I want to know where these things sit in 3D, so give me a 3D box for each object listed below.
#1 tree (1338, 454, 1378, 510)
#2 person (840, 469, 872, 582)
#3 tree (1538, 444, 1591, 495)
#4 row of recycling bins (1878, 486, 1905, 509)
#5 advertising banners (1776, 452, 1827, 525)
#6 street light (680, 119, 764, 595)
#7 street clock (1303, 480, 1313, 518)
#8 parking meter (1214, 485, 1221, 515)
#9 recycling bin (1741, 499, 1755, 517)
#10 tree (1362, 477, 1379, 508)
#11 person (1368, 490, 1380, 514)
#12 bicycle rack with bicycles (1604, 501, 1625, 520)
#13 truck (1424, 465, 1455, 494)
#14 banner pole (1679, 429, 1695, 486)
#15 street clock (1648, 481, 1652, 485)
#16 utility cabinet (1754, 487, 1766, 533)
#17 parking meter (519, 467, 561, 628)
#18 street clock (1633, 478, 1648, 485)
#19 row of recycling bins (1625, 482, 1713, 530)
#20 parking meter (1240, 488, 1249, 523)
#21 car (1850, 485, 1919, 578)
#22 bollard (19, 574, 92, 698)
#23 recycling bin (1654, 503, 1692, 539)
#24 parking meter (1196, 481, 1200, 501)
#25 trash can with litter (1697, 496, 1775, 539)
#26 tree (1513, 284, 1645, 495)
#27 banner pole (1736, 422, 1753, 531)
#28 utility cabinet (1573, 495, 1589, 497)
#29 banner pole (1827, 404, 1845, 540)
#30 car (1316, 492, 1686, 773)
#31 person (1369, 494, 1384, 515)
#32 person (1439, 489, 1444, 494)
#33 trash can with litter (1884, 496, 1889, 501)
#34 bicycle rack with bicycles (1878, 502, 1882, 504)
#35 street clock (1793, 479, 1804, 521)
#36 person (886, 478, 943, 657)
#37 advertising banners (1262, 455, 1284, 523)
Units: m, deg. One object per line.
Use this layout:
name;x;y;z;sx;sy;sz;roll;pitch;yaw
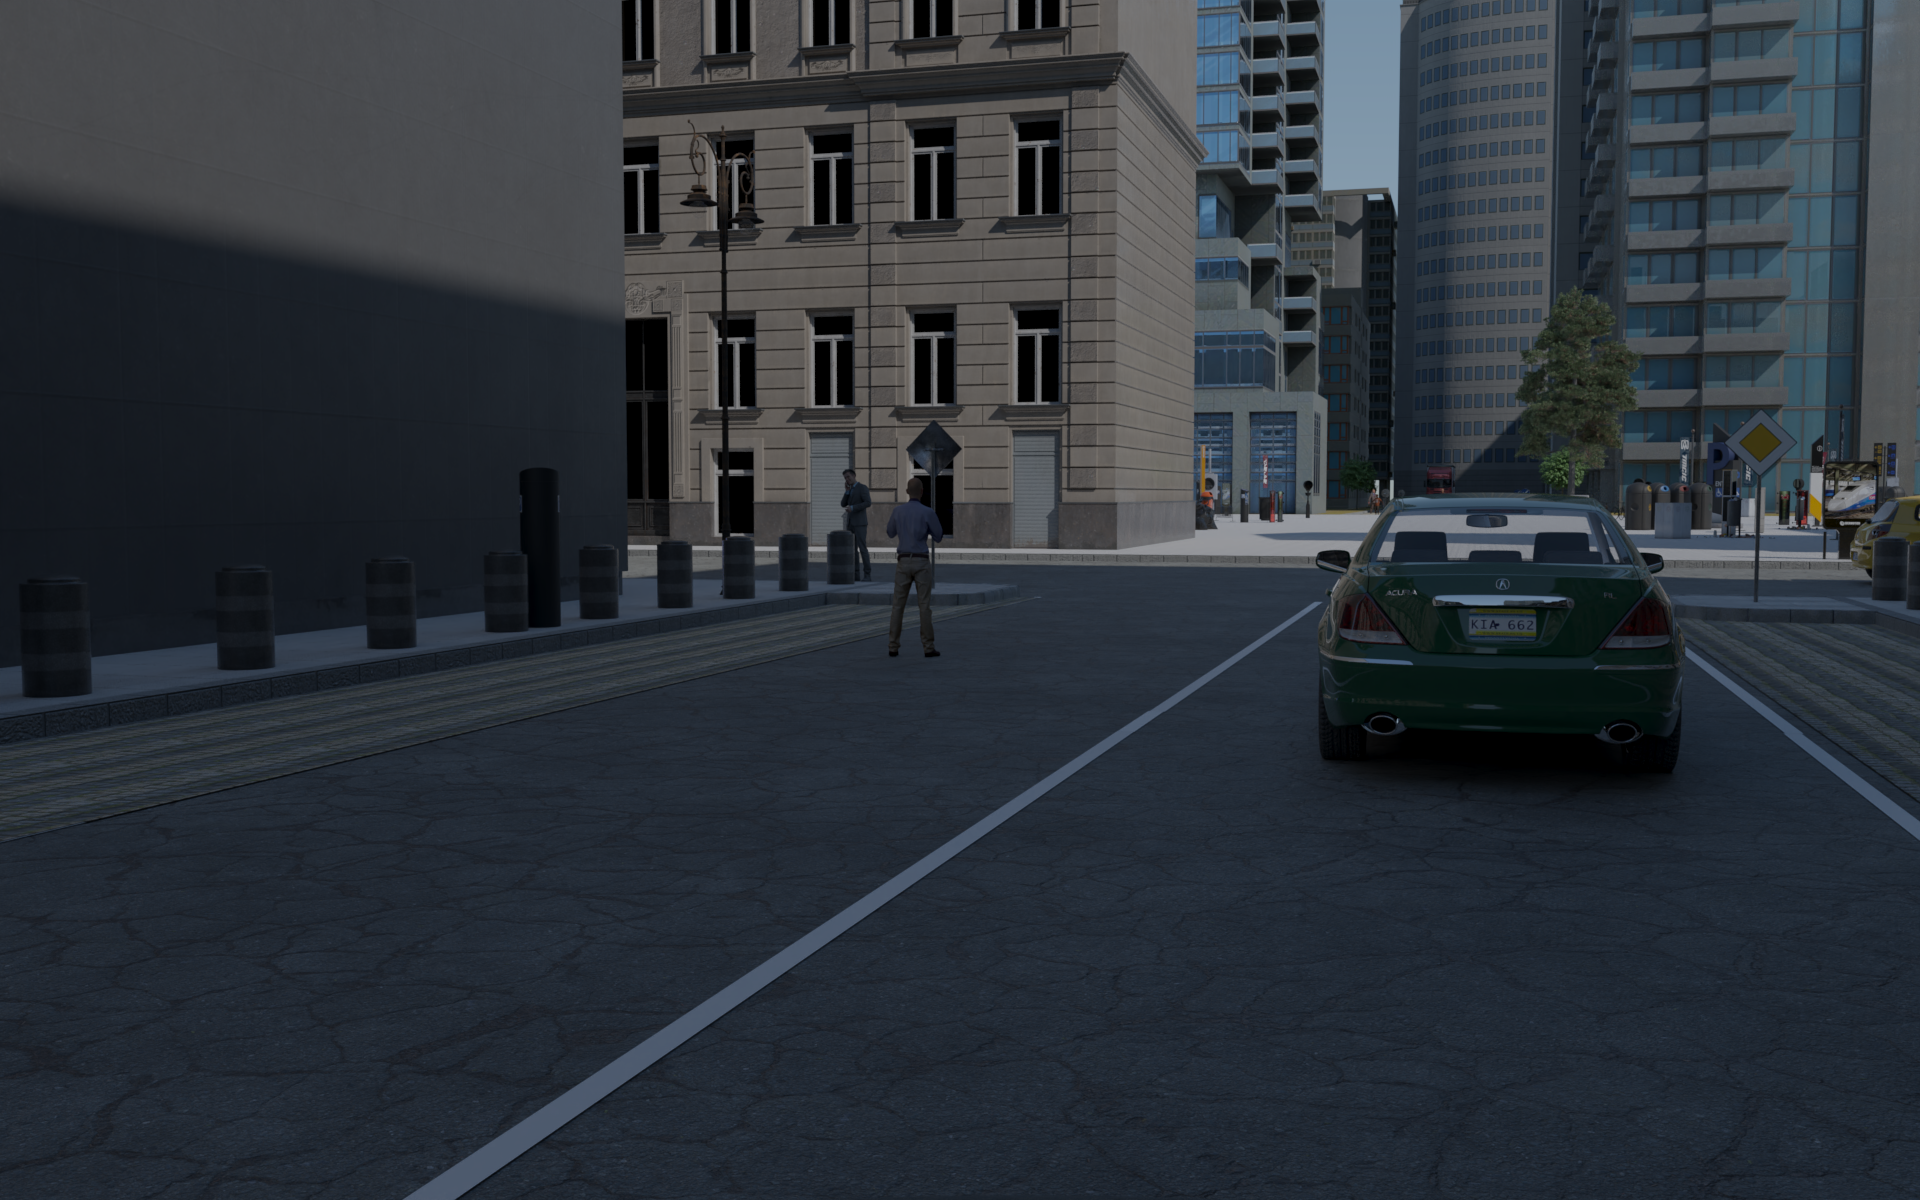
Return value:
tree;32.435;-9.643;141.377;4.285;4.588;4.351;0;3;0
person;-1.719;-1.223;28.308;0.447;1.846;0.655;-3;5;-41
tree;39.637;-7.943;113.575;4.285;4.588;4.351;0;3;0
row of recycling bins;48.595;-5.118;90.790;1.069;1.692;3.534;1;4;14
advertising banners;34.723;-4.601;71.414;2.074;3.025;0.090;0;4;-3
street light;-2.972;-3.002;21.878;0.468;5.910;1.993;1;4;17
street clock;18.484;-5.347;91.992;0.471;2.002;0.358;0;4;-6
parking meter;16.186;-6.304;108.785;0.399;1.863;0.255;0;4;-7
recycling bin;43.777;-5.127;96.381;0.722;1.027;0.722;-3;4;-37
tree;38.562;-10.224;161.766;1.663;3.219;1.824;0;3;0
person;30.246;-7.182;126.485;0.990;1.755;0.434;-1;4;-14
bicycle rack with bicycles;32.094;-4.340;84.338;2.852;0.926;2.925;0;4;4
truck;46.921;-11.020;169.094;2.839;4.237;11.283;1;4;17
banner pole;28.083;-4.701;66.884;0.863;3.779;0.401;-1;4;-22
street clock;39.543;-5.812;99.604;0.471;2.002;0.358;1;4;11
utility cabinet;26.504;-2.981;57.426;0.318;1.500;1.173;2;4;24
parking meter;-4.055;-0.509;16.731;0.372;1.533;0.369;0;3;0
street clock;31.072;-4.569;79.273;0.471;2.002;0.358;3;5;39
row of recycling bins;25.331;-3.357;61.999;3.534;1.692;1.069;-1;4;-19
parking meter;12.761;-4.237;77.691;0.372;1.533;0.369;0;3;0
car;16.165;-1.029;27.046;3.980;1.641;2.015;1;4;18
bollard;-5.778;0.223;11.067;0.404;0.777;0.398;0;3;0
recycling bin;20.558;-2.286;49.934;0.722;1.027;0.722;-1;4;-23
parking meter;10.861;-4.438;78.279;0.255;1.863;0.399;-1;4;-18
trash can with litter;22.774;-2.415;50.548;1.678;1.210;2.233;-1;4;-16
tree;37.570;-12.109;105.406;7.806;13.903;7.818;0;3;0
banner pole;27.261;-4.288;60.127;0.863;3.779;0.401;-2;4;-28
utility cabinet;35.891;-5.459;100.412;1.020;1.237;0.306;2;4;31
banner pole;24.407;-3.546;48.002;0.401;3.779;0.863;1;4;19
car;3.198;0.079;10.501;2.131;1.459;4.920;1;4;15
person;26.913;-6.119;111.808;1.065;1.426;0.557;3;5;41
person;33.509;-6.831;120.321;1.348;1.807;0.705;2;4;32
trash can with litter;46.656;-4.592;86.465;1.055;1.170;0.624;2;4;24
bicycle rack with bicycles;41.802;-4.026;79.200;2.852;0.926;2.925;3;4;37
street clock;39.876;-4.760;82.389;0.358;2.002;0.471;-1;4;-21
person;-0.416;-0.288;15.274;0.516;1.574;0.319;1;4;18
advertising banners;14.065;-4.995;77.849;0.090;3.025;2.074;3;4;38
